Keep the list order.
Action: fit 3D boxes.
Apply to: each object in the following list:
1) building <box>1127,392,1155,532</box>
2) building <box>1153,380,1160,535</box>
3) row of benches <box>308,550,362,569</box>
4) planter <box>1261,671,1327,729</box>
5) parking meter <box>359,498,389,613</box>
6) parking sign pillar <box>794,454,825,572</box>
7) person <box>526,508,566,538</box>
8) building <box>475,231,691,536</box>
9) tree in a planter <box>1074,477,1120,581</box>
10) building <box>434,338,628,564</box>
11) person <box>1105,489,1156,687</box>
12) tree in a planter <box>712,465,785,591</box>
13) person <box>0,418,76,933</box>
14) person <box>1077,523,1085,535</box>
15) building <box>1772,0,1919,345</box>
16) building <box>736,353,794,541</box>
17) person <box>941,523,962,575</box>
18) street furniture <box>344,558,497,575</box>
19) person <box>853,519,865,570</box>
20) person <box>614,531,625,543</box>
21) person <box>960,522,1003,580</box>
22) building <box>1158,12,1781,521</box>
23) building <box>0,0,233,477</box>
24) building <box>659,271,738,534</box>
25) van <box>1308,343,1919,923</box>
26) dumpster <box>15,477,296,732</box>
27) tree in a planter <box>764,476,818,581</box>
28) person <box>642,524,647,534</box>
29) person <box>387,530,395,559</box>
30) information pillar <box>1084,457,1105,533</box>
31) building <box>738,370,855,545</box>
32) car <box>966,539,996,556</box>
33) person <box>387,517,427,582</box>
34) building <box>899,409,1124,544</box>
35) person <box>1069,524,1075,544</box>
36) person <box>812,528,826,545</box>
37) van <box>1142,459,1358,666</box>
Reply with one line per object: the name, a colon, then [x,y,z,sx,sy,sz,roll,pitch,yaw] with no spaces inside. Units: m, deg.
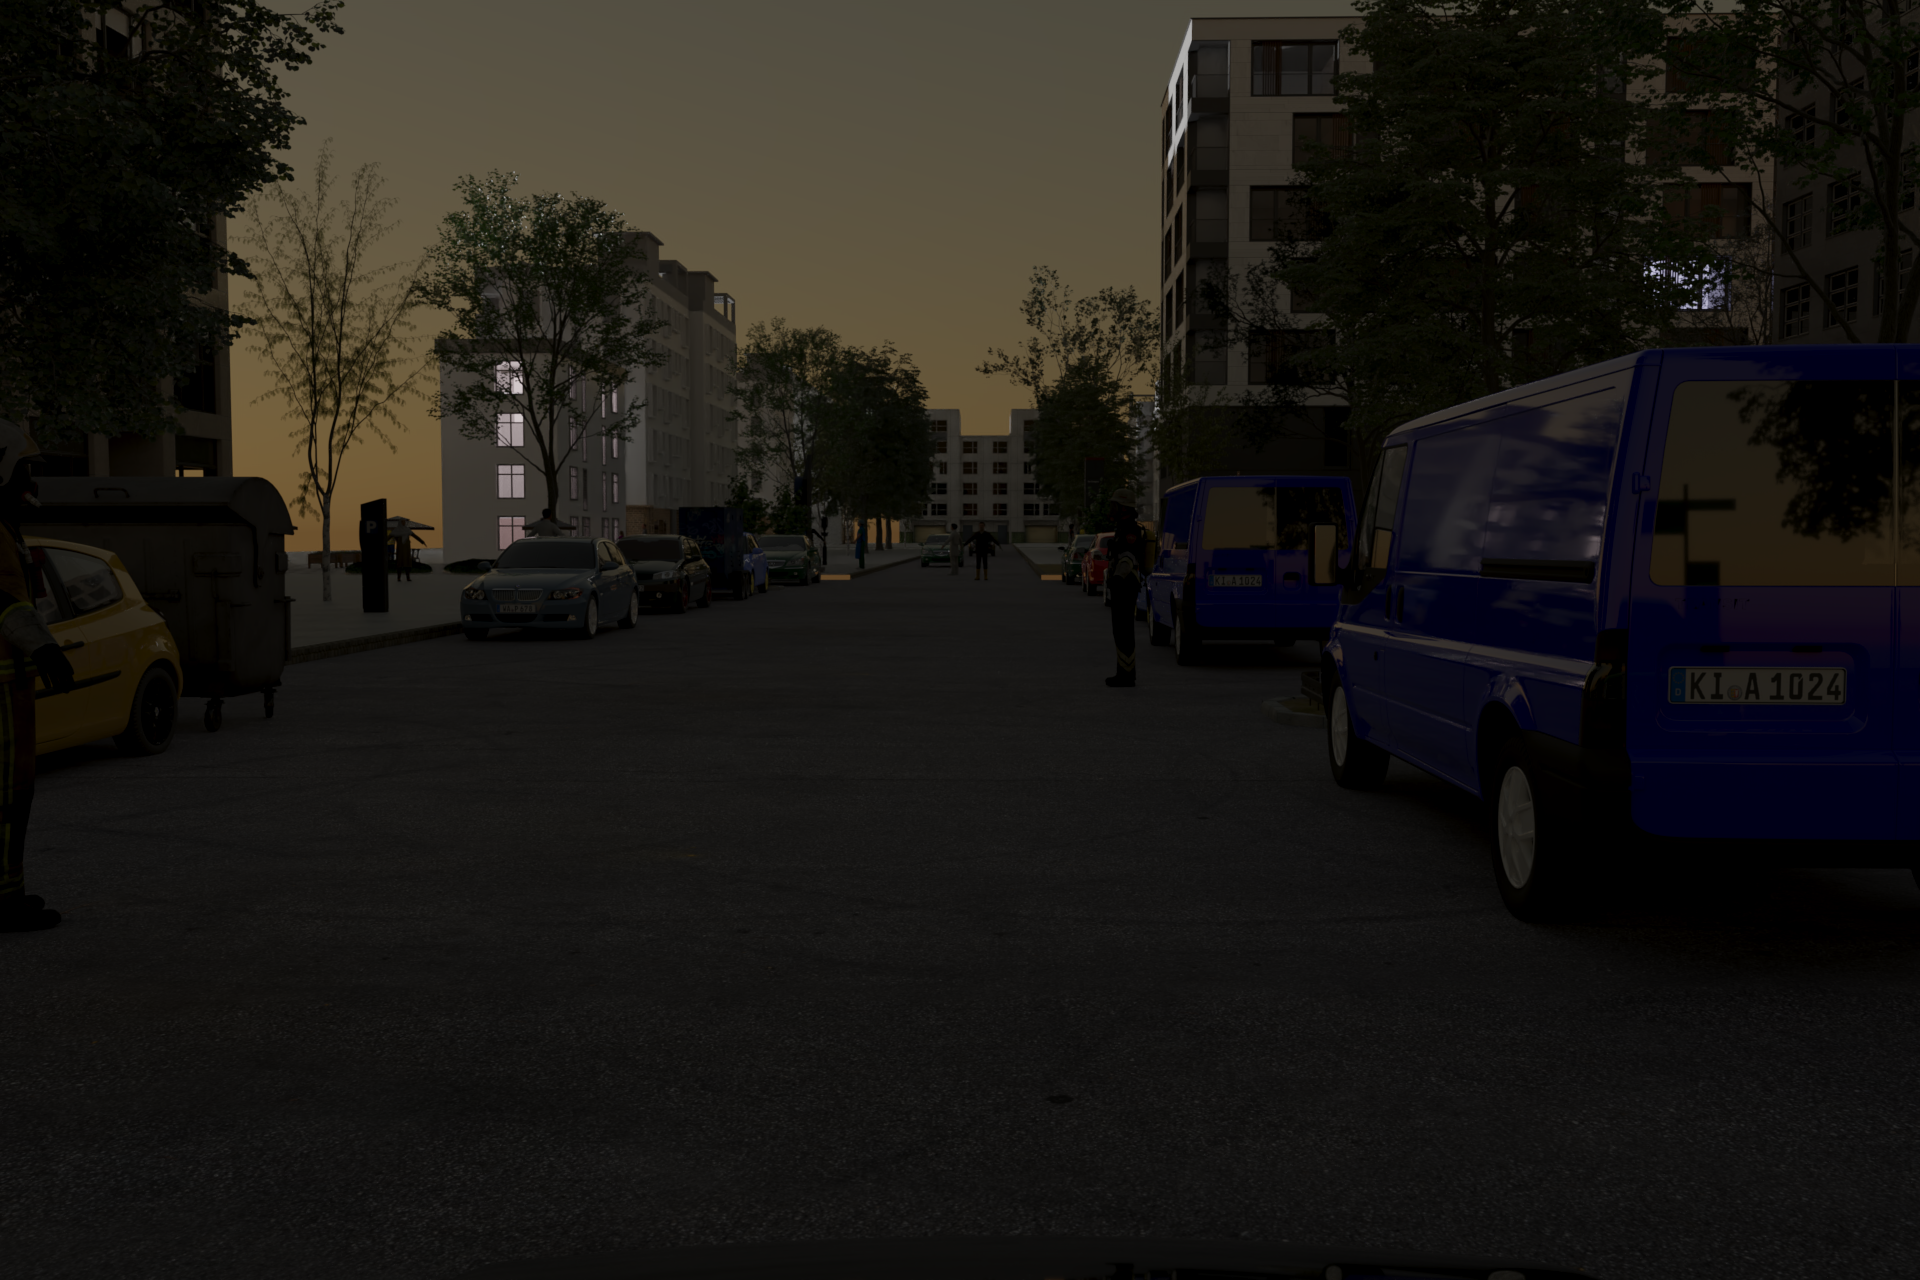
building: [27.413,-22.884,230.573,16.016,20.090,11.380,0,4,1]
building: [28.933,-21.788,212.645,16.016,20.090,11.380,0,4,1]
row of benches: [-23.686,-3.101,66.172,1.422,0.672,4.104,0,4,8]
planter: [3.406,0.464,13.547,1.991,0.319,1.994,0,4,2]
parking meter: [-9.589,-1.384,28.333,0.399,1.863,0.255,0,4,2]
parking sign pillar: [-5.250,-4.256,58.050,1.447,3.967,1.447,0,4,2]
person: [-8.504,-1.812,35.780,1.344,1.810,0.704,1,4,18]
building: [-24.400,-15.495,109.769,16.016,20.090,11.380,0,4,2]
tree in a planter: [4.443,-3.456,53.724,1.991,3.239,1.994,0,4,2]
building: [-21.494,-8.954,88.550,9.099,9.664,28.070,0,4,1]
person: [1.518,-0.496,16.347,0.705,1.856,1.354,0,4,3]
tree in a planter: [-5.568,-2.889,44.451,1.991,3.239,1.994,0,4,2]
person: [-3.502,0.116,6.332,0.705,1.858,1.354,-3,4,-38]
person: [5.906,-4.643,81.882,1.349,1.833,0.705,3,5,44]
building: [28.310,-13.509,39.280,11.959,24.771,22.079,0,4,2]
building: [-23.873,-19.906,181.876,16.016,20.090,11.380,0,4,1]
person: [-0.230,-3.175,60.553,0.705,1.806,1.347,2,4,30]
street furniture: [-14.363,-2.475,56.097,10.072,0.657,5.734,1,4,15]
person: [-3.619,-3.467,62.812,0.704,1.817,1.347,1,4,9]
person: [-14.940,-4.097,76.249,0.599,1.433,0.991,3,5,43]
person: [0.675,-2.765,53.806,1.346,1.812,0.704,1,4,11]
building: [23.567,-14.729,84.799,27.936,21.610,32.646,0,4,2]
building: [-31.859,-14.172,34.917,19.350,26.588,34.151,0,4,1]
building: [-23.127,-16.486,125.967,16.016,20.090,11.380,0,4,2]
van: [3.019,-0.222,8.013,2.240,2.365,5.245,0,4,1]
dumpster: [-6.106,-0.292,12.991,1.865,1.857,1.264,0,4,2]
tree in a planter: [-5.356,-3.439,53.457,1.991,3.239,1.994,0,4,2]
person: [-15.670,-4.869,85.880,0.705,1.796,1.348,-1,4,-11]
person: [-23.128,-3.918,70.527,1.216,1.772,0.721,2,4,25]
information pillar: [4.557,-4.244,58.761,0.750,3.857,0.750,0,4,1]
building: [-23.397,-23.749,219.220,19.493,23.208,18.063,0,4,1]
car: [1.420,-6.288,112.598,2.009,1.686,4.222,0,3,0]
person: [-15.037,-2.451,46.849,1.217,1.736,0.721,-2,4,-33]
building: [7.333,-23.357,250.794,31.486,18.905,16.747,0,4,1]
person: [5.981,-5.263,92.191,0.704,1.843,1.345,-1,4,-11]
person: [-5.568,-3.517,63.438,1.347,1.837,0.705,-1,4,-10]
van: [3.336,-0.986,20.505,2.240,2.365,5.245,0,3,0]
